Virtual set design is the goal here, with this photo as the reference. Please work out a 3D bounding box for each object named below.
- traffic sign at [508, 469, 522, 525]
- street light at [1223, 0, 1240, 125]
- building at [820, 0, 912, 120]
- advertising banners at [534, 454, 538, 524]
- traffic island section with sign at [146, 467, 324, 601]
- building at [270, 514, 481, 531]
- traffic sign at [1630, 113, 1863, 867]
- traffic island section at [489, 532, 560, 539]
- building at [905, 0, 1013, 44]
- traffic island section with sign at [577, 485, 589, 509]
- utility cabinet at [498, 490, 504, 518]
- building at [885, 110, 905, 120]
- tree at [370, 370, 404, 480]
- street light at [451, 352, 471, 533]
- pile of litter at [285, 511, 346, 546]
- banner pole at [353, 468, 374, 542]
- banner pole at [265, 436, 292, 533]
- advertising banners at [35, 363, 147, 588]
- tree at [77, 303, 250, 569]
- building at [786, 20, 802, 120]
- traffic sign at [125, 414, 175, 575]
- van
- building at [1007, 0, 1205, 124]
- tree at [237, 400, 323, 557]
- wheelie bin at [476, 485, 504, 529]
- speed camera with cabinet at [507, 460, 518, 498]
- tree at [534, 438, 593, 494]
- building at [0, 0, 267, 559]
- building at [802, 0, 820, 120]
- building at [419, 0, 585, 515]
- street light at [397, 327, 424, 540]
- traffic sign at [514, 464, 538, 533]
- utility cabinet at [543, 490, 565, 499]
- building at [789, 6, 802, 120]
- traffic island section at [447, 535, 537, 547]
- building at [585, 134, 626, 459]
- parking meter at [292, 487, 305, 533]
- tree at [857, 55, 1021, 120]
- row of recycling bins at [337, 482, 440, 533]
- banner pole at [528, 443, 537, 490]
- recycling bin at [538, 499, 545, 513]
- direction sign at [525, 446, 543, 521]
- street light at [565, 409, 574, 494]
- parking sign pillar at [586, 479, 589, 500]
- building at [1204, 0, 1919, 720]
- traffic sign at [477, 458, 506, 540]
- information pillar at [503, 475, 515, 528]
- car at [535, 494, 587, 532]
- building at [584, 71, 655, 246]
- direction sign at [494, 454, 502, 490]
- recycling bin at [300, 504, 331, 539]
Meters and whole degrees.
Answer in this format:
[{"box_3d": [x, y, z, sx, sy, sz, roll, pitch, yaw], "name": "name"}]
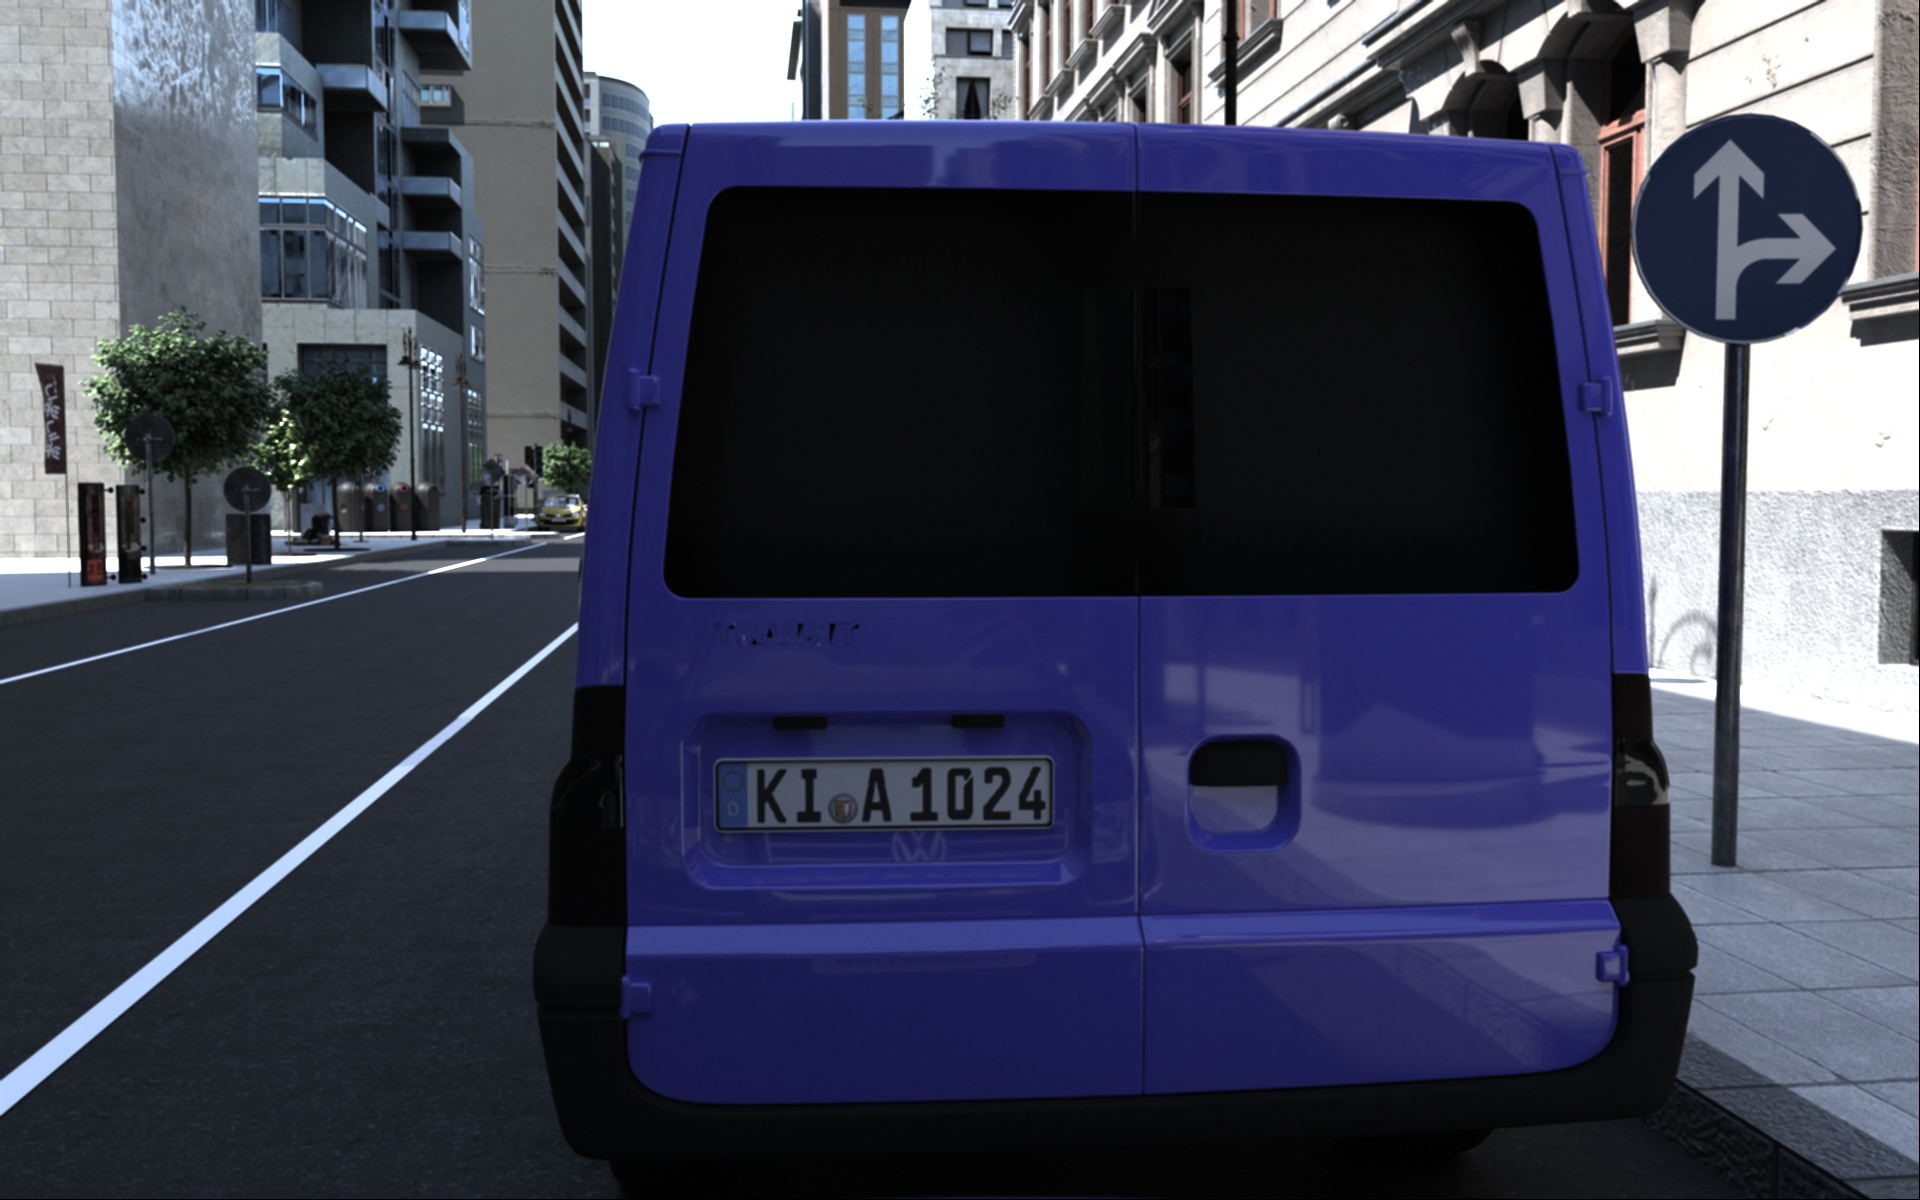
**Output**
[{"box_3d": [-18.098, -4.189, 70.620, 0.606, 2.300, 0.079, 0, 4, -2], "name": "traffic sign"}, {"box_3d": [1.662, -2.317, 10.676, 0.468, 5.910, 1.993, 0, 4, -7], "name": "street light"}, {"box_3d": [-4.239, -30.142, 142.934, 14.600, 45.320, 14.200, 0, 4, -7], "name": "building"}, {"box_3d": [-17.919, -4.716, 73.287, 0.090, 3.025, 2.074, -1, 4, -16], "name": "advertising banners"}, {"box_3d": [-10.099, -0.961, 24.335, 1.989, 1.847, 2.006, 0, 4, -7], "name": "traffic island section with sign"}, {"box_3d": [-32.009, -46.452, 72.156, 22.319, 86.520, 31.000, 0, 4, -7], "name": "building"}, {"box_3d": [2.646, -0.356, 5.921, 0.768, 2.556, 0.104, 0, 4, 2], "name": "traffic sign"}, {"box_3d": [-14.222, -2.109, 56.760, 2.009, 0.180, 2.903, 0, 4, -7], "name": "traffic island section"}, {"box_3d": [6.768, -12.947, 66.439, 16.860, 20.320, 10.420, 0, 4, -7], "name": "building"}, {"box_3d": [-17.008, -4.276, 78.547, 1.989, 1.847, 2.006, 0, 4, -7], "name": "traffic island section with sign"}, {"box_3d": [-24.865, -5.126, 92.496, 1.173, 1.500, 0.318, 2, 4, 31], "name": "utility cabinet"}, {"box_3d": [-1.109, -16.669, 101.415, 11.050, 23.489, 19.941, 0, 4, -7], "name": "building"}, {"box_3d": [-14.172, -3.399, 39.290, 4.285, 4.588, 4.351, 0, 3, 0], "name": "tree"}, {"box_3d": [-16.264, -5.127, 56.612, 0.468, 5.910, 1.993, 0, 4, -7], "name": "street light"}, {"box_3d": [-16.185, -1.805, 43.471, 1.719, 0.858, 1.176, 3, 4, 37], "name": "pile of litter"}, {"box_3d": [-15.963, -3.451, 46.437, 0.401, 3.779, 0.863, 1, 4, 13], "name": "banner pole"}, {"box_3d": [-22.421, -4.087, 56.840, 0.863, 3.779, 0.401, -1, 4, -18], "name": "banner pole"}, {"box_3d": [-12.107, -1.711, 24.166, 0.090, 3.025, 2.074, 1, 4, 12], "name": "advertising banners"}, {"box_3d": [-13.486, -2.830, 29.981, 4.285, 4.588, 4.351, 0, 3, 0], "name": "tree"}, {"box_3d": [-4.411, -36.902, 192.584, 28.713, 52.752, 27.495, 0, 4, -7], "name": "building"}, {"box_3d": [-12.875, -1.678, 27.540, 0.768, 2.556, 0.104, 0, 4, -5], "name": "traffic sign"}, {"box_3d": [0.007, -0.057, 5.316, 2.240, 2.365, 5.245, 0, 4, -6], "name": "van"}, {"box_3d": [7.663, -12.294, 37.159, 11.583, 22.565, 21.152, 0, 4, -7], "name": "building"}, {"box_3d": [-14.033, -2.519, 35.794, 1.663, 3.219, 1.824, 0, 3, 0], "name": "tree"}, {"box_3d": [-17.072, -3.374, 63.065, 0.980, 1.594, 0.693, -2, 4, -31], "name": "wheelie bin"}, {"box_3d": [-26.707, -6.542, 101.305, 0.660, 3.252, 2.038, 1, 4, 23], "name": "speed camera with cabinet"}, {"box_3d": [-23.390, -7.419, 105.012, 4.285, 4.588, 4.351, 0, 3, 0], "name": "tree"}, {"box_3d": [-25.638, -11.212, 38.074, 16.860, 20.320, 10.420, 0, 4, -7], "name": "building"}, {"box_3d": [-4.363, -38.034, 163.852, 21.231, 58.520, 28.212, 0, 4, -7], "name": "building"}, {"box_3d": [-36.766, -30.078, 115.482, 21.300, 48.544, 21.600, 0, 4, -7], "name": "building"}, {"box_3d": [-15.196, -4.601, 48.015, 0.468, 5.910, 1.993, 0, 4, -7], "name": "street light"}, {"box_3d": [-14.200, -3.245, 56.702, 0.795, 2.450, 0.064, 0, 4, -7], "name": "traffic sign"}, {"box_3d": [-22.345, -5.304, 95.402, 1.173, 1.500, 0.318, 0, 4, 0], "name": "utility cabinet"}, {"box_3d": [-18.003, -58.885, 275.438, 22.319, 86.520, 31.000, 0, 4, -7], "name": "building"}, {"box_3d": [-13.212, -1.624, 48.839, 2.009, 0.180, 2.903, 0, 4, -7], "name": "traffic island section"}, {"box_3d": [-44.360, -31.044, 191.160, 14.154, 41.232, 14.086, 0, 4, -7], "name": "building"}, {"box_3d": [-21.662, -3.120, 56.730, 0.255, 1.863, 0.399, 1, 4, 22], "name": "parking meter"}, {"box_3d": [-0.039, -4.838, 29.469, 4.360, 8.622, 3.978, 0, 3, 0], "name": "tree"}, {"box_3d": [-19.349, -3.148, 58.577, 3.534, 1.692, 1.069, -3, 5, -44], "name": "row of recycling bins"}, {"box_3d": [-21.103, -5.849, 85.644, 0.863, 3.779, 0.401, 2, 4, 35], "name": "banner pole"}, {"box_3d": [-20.714, -4.556, 87.047, 0.722, 1.027, 0.722, 3, 5, 40], "name": "recycling bin"}, {"box_3d": [-20.227, -5.520, 82.248, 0.876, 3.537, 0.379, 1, 4, 11], "name": "direction sign"}, {"box_3d": [-21.078, -7.389, 93.606, 0.468, 5.910, 1.993, 0, 4, -7], "name": "street light"}, {"box_3d": [-25.553, -8.086, 120.684, 1.447, 3.967, 1.447, 0, 4, -5], "name": "parking sign pillar"}, {"box_3d": [11.000, -13.898, 14.617, 14.401, 28.519, 23.554, 0, 4, -7], "name": "building"}, {"box_3d": [-13.190, -2.761, 48.780, 0.795, 2.450, 0.064, 0, 4, -7], "name": "traffic sign"}, {"box_3d": [-16.989, -3.716, 65.241, 0.304, 2.012, 0.304, 2, 4, 31], "name": "information pillar"}, {"box_3d": [-15.264, -3.448, 66.590, 2.015, 1.641, 3.980, 0, 4, -8], "name": "car"}, {"box_3d": [-53.760, -42.819, 242.083, 21.231, 58.520, 28.212, 0, 4, -7], "name": "building"}, {"box_3d": [-26.199, -6.506, 98.364, 0.379, 3.537, 0.876, -3, 5, -41], "name": "direction sign"}, {"box_3d": [-17.139, -2.050, 46.077, 0.722, 1.027, 0.722, -1, 4, -17], "name": "recycling bin"}]
